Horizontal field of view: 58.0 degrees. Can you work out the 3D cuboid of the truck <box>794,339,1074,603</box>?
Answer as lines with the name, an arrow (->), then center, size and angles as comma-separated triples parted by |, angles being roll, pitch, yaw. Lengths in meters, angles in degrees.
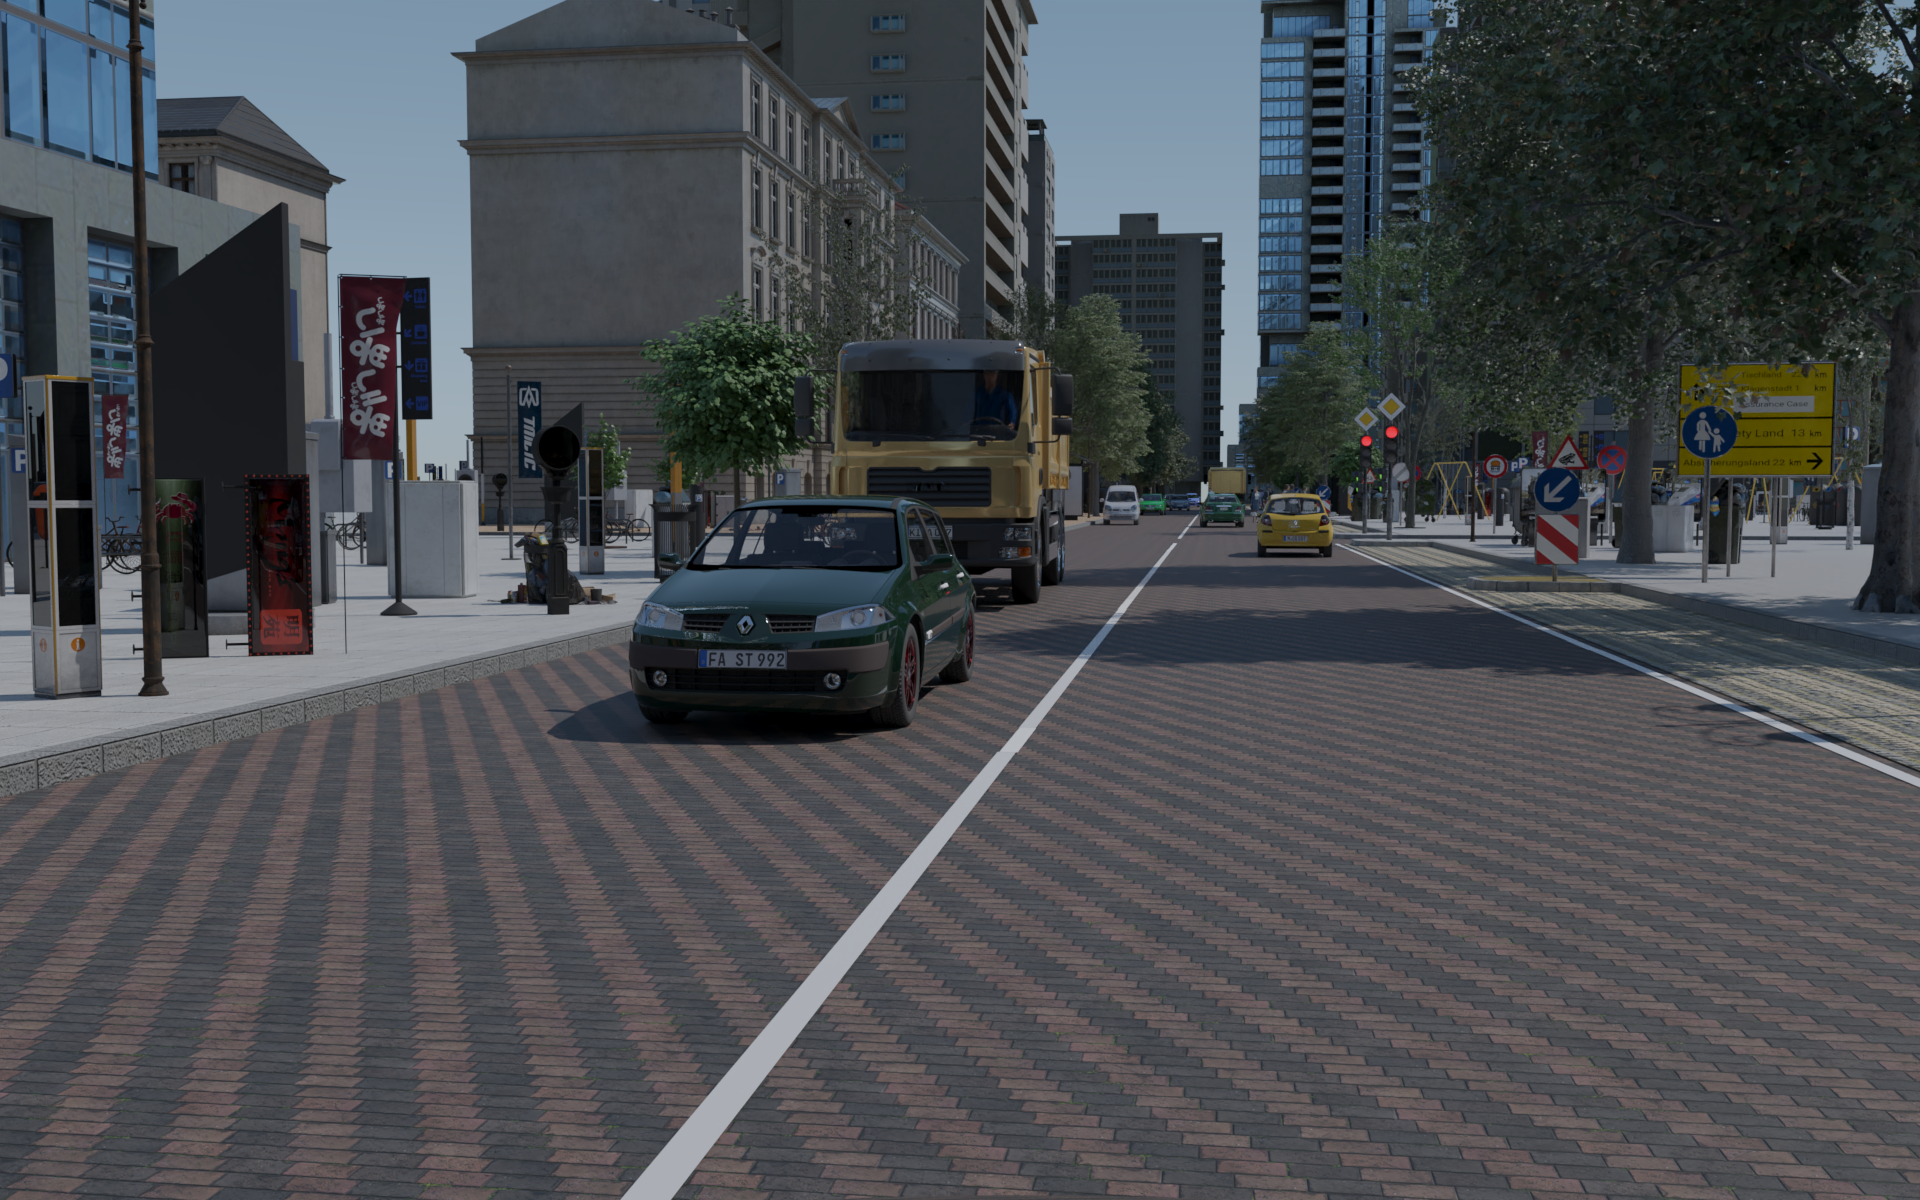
truck -> 0.064, -1.778, 24.987 | 3.469, 3.379, 9.791 | 0, 4, 6

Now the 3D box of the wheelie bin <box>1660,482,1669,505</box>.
wheelie bin -> 18.505, -2.308, 45.642 | 0.693, 1.594, 0.980 | 0, 4, 1

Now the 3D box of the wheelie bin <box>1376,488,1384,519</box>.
wheelie bin -> 20.943, -4.868, 87.505 | 0.980, 1.594, 0.693 | 3, 5, 41

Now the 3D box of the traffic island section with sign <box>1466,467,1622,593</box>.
traffic island section with sign -> 8.712, -1.065, 26.040 | 1.989, 1.847, 2.006 | 1, 4, 8

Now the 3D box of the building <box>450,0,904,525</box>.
building -> -11.443, -16.463, 88.255 | 14.460, 24.649, 34.723 | 1, 4, 8

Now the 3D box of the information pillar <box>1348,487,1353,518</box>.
information pillar -> 21.360, -6.295, 94.273 | 0.504, 3.616, 0.183 | -1, 4, -18

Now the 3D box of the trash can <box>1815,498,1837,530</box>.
trash can -> 31.277, -3.116, 62.594 | 0.748, 1.137, 0.748 | 0, 3, 0

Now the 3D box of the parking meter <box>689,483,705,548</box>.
parking meter -> -6.306, -2.030, 41.605 | 0.372, 1.533, 0.369 | 0, 3, 0

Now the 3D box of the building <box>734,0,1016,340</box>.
building -> -7.140, -31.903, 145.317 | 21.300, 48.544, 21.600 | 1, 4, 8

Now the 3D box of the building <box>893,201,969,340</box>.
building -> -6.598, -17.103, 115.792 | 11.583, 22.565, 21.152 | 1, 4, 8

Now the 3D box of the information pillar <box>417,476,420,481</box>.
information pillar -> -22.564, -4.122, 71.882 | 0.304, 2.012, 0.304 | -1, 4, -10

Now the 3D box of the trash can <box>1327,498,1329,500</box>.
trash can -> 26.370, -6.948, 125.252 | 0.748, 1.137, 0.748 | 0, 3, 0

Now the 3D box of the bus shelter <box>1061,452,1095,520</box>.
bus shelter -> 5.553, -5.669, 86.613 | 2.014, 3.302, 5.546 | 1, 4, 8

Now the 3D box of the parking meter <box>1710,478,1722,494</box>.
parking meter -> 19.492, -2.384, 44.682 | 0.255, 1.863, 0.399 | 3, 5, 44

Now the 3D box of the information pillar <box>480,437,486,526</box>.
information pillar -> -19.502, -4.858, 70.775 | 0.183, 3.616, 0.504 | -1, 4, -10

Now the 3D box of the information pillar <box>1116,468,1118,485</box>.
information pillar -> 10.962, -7.923, 120.892 | 0.183, 3.616, 0.504 | 0, 4, 4

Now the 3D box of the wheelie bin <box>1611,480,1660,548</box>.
wheelie bin -> 15.909, -2.030, 41.102 | 0.693, 1.594, 0.980 | -1, 4, -19

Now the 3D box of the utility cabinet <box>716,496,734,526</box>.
utility cabinet -> -9.038, -3.371, 66.274 | 1.020, 1.237, 0.306 | 0, 4, 5

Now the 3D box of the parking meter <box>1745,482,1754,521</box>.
parking meter -> 38.008, -4.750, 83.372 | 0.255, 1.863, 0.399 | 0, 4, 1

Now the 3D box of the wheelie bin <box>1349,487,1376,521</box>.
wheelie bin -> 18.814, -4.494, 81.386 | 0.980, 1.594, 0.693 | -1, 4, -18

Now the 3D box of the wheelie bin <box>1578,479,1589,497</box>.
wheelie bin -> 13.098, -1.800, 37.339 | 0.980, 1.594, 0.693 | 0, 4, -7

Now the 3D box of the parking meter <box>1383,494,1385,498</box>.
parking meter -> 23.654, -5.516, 95.900 | 0.399, 1.863, 0.255 | -1, 4, -22

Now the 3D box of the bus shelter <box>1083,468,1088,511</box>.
bus shelter -> 9.132, -8.276, 126.597 | 1.731, 3.624, 6.357 | 1, 4, 8

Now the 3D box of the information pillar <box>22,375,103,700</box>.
information pillar -> -5.653, -0.393, 10.916 | 0.304, 2.012, 0.304 | 3, 4, 36

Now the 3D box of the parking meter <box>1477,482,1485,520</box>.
parking meter -> 26.246, -4.987, 87.250 | 0.255, 1.863, 0.399 | 3, 4, 37

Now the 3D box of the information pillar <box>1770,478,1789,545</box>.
information pillar -> 20.851, -2.420, 44.060 | 0.304, 2.012, 0.304 | -2, 4, -25

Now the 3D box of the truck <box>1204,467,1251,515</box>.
truck -> 19.073, -7.813, 123.665 | 3.469, 3.379, 9.791 | 1, 4, 9

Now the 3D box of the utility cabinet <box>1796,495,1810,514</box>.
utility cabinet -> 55.287, -6.264, 113.576 | 1.020, 1.237, 0.306 | -2, 4, -27

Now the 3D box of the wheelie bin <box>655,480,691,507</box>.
wheelie bin -> -6.640, -1.963, 40.009 | 0.693, 1.594, 0.980 | 1, 4, 9

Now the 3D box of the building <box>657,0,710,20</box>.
building -> -18.242, -39.675, 190.693 | 28.212, 58.520, 21.231 | 1, 4, 8

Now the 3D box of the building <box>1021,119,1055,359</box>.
building -> 3.211, -31.080, 191.747 | 14.086, 41.232, 14.154 | 1, 4, 8

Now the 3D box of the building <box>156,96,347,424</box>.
building -> -39.590, -13.129, 79.281 | 19.286, 19.102, 10.561 | 1, 4, 8

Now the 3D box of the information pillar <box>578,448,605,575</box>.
information pillar -> -5.859, -1.409, 27.522 | 0.304, 2.012, 0.304 | -3, 5, -40

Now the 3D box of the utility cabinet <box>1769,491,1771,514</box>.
utility cabinet -> 50.668, -6.043, 107.480 | 0.318, 1.500, 1.173 | 0, 4, -5

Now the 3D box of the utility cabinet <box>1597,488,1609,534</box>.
utility cabinet -> 20.098, -2.849, 55.260 | 1.173, 1.500, 0.318 | -1, 4, -14

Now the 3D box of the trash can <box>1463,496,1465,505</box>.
trash can -> 33.436, -6.249, 113.828 | 0.748, 1.137, 0.748 | 0, 3, 0

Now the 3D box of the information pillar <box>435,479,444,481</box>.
information pillar -> -24.952, -4.807, 83.083 | 0.304, 2.012, 0.304 | -3, 5, -41

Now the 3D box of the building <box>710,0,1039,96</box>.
building -> -7.783, -35.565, 170.732 | 28.713, 52.752, 27.495 | 1, 4, 8

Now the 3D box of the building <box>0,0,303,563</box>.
building -> -32.787, -43.910, 30.595 | 31.000, 86.520, 22.319 | 1, 4, 8

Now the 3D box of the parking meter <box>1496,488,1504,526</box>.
parking meter -> 21.603, -3.731, 69.420 | 0.372, 1.533, 0.369 | 0, 3, 0

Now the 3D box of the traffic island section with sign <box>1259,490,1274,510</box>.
traffic island section with sign -> 28.019, -9.093, 157.297 | 1.989, 1.847, 2.006 | 1, 4, 8

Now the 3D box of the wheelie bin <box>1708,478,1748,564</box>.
wheelie bin -> 14.119, -1.470, 31.940 | 0.693, 1.594, 0.980 | 2, 4, 32

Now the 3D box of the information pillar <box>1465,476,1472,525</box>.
information pillar -> 20.900, -4.069, 71.024 | 0.304, 2.012, 0.304 | 0, 4, 1

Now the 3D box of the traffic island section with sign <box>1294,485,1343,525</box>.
traffic island section with sign -> 16.694, -4.385, 80.319 | 1.989, 1.847, 2.006 | 1, 4, 8

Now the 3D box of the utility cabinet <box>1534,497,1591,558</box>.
utility cabinet -> 12.130, -1.451, 34.891 | 1.020, 1.237, 0.306 | 2, 4, 32

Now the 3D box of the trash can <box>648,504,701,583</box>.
trash can -> -4.136, -0.824, 25.129 | 0.748, 1.137, 0.748 | 0, 3, 0

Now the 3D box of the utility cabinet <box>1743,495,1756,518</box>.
utility cabinet -> 42.482, -5.047, 93.681 | 1.020, 1.237, 0.306 | 0, 4, -6

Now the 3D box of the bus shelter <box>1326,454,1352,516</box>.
bus shelter -> 22.889, -6.855, 103.358 | 1.731, 3.624, 6.357 | 1, 4, 8
